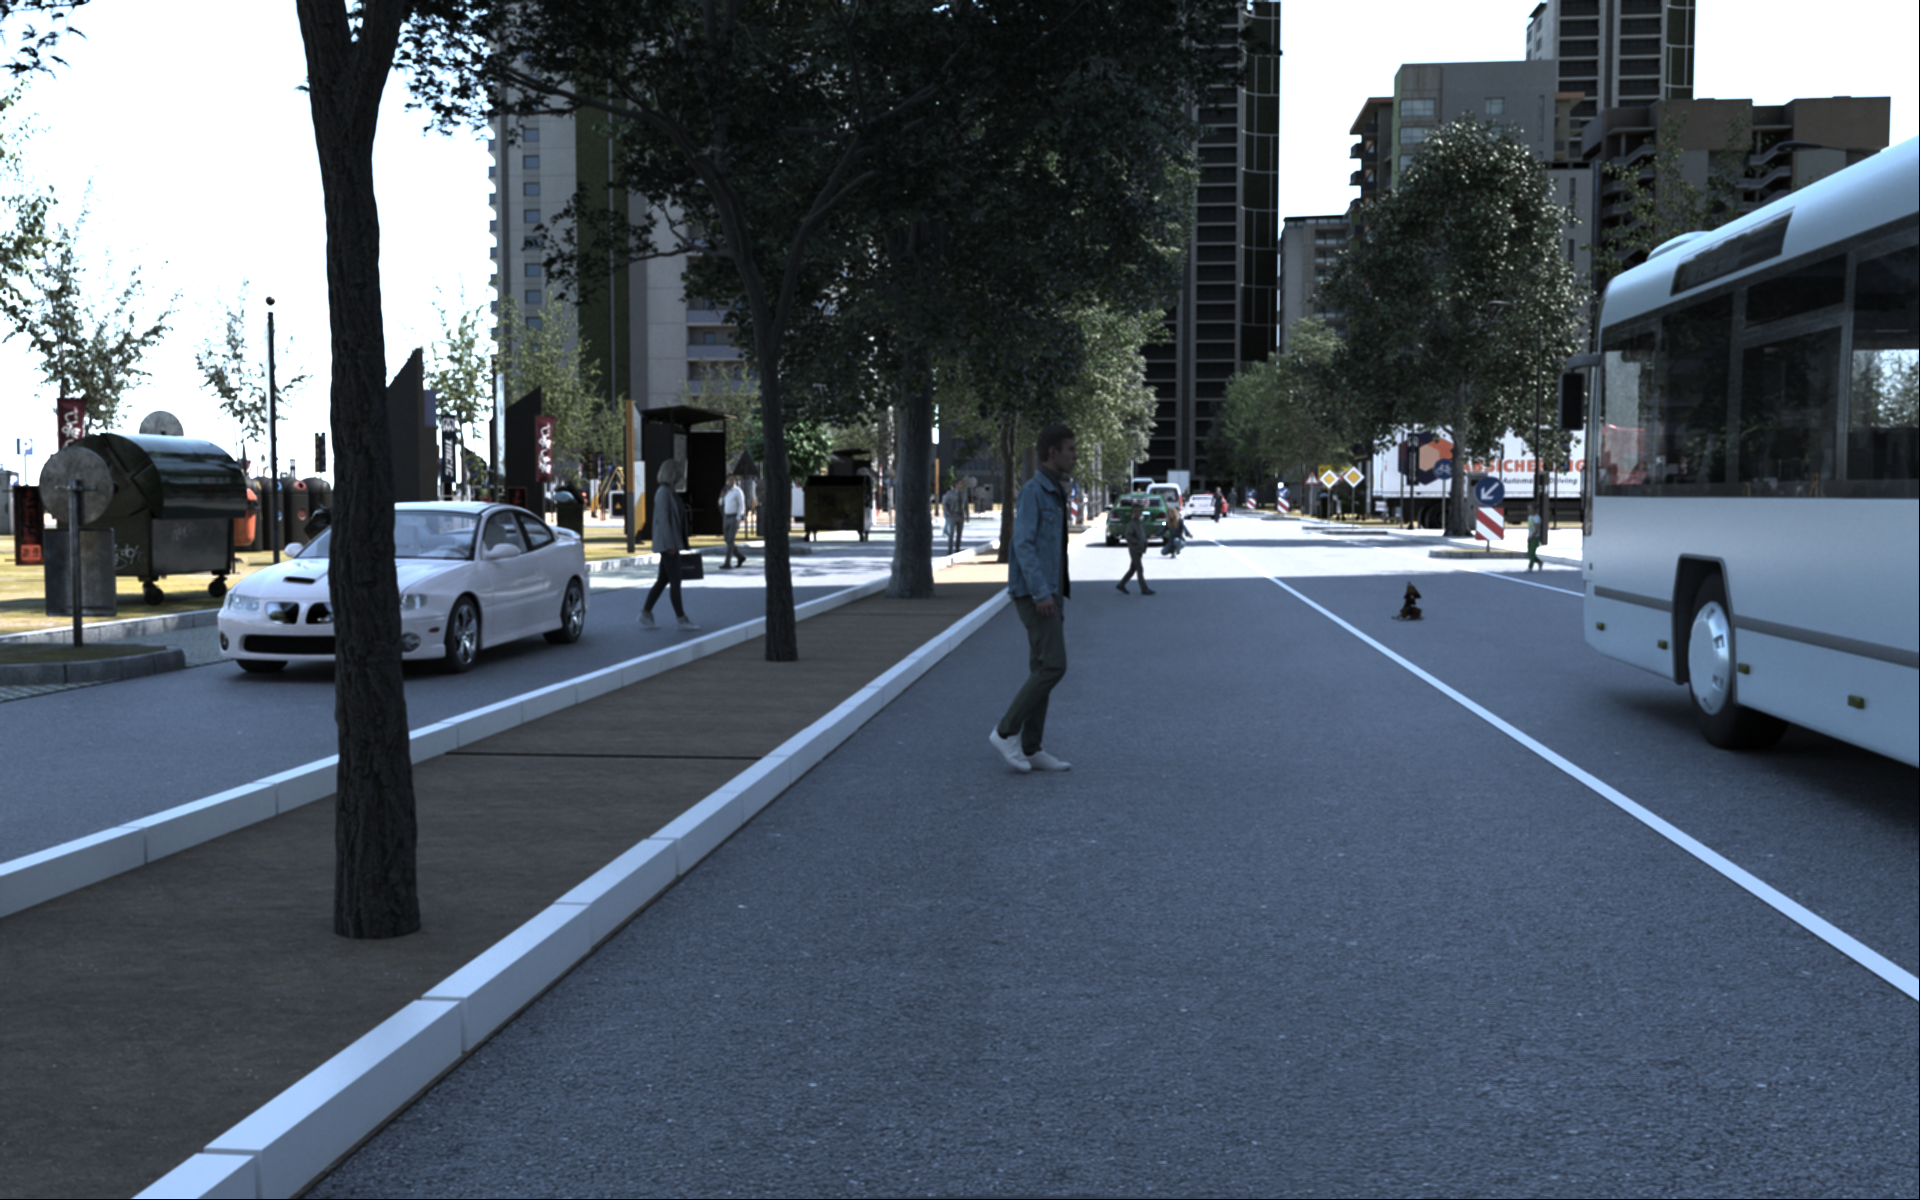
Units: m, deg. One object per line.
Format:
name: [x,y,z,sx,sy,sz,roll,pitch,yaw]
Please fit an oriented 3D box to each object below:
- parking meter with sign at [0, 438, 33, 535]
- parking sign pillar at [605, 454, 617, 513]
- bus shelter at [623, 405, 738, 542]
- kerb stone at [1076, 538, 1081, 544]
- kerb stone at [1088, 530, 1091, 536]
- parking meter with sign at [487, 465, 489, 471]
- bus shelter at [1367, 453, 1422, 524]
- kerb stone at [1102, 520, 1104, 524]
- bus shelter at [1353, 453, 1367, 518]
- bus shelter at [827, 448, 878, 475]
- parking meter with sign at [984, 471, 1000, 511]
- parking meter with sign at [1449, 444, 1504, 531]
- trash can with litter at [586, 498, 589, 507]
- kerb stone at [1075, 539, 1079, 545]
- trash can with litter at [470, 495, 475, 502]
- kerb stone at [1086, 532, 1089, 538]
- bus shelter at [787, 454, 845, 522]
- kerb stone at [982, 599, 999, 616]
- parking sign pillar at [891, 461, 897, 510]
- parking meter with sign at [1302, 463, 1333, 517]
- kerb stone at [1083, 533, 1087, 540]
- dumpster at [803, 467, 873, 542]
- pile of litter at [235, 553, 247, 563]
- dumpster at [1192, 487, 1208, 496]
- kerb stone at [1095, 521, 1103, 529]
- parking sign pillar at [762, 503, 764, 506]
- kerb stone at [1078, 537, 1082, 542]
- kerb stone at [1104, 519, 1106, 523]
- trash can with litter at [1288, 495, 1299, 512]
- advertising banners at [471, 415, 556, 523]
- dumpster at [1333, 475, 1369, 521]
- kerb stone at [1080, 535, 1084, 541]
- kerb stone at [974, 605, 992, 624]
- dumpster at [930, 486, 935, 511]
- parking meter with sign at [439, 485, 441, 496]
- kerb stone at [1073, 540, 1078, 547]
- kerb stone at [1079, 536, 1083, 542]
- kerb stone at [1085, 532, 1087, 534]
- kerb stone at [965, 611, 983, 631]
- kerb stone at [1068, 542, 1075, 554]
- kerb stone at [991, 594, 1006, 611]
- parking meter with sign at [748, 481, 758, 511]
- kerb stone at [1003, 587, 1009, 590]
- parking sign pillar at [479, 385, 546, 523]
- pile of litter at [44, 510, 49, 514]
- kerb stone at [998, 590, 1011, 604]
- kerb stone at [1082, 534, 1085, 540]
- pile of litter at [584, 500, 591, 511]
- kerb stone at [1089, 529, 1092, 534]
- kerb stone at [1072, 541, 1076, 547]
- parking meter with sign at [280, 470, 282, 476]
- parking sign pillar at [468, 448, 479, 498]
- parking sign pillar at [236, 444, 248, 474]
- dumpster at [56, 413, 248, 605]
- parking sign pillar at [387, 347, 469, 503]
parking meter with sign: [-29.717,-3.529,53.961,1.738,3.016,0.543,1,4,21]
parking sign pillar: [-23.229,-7.789,115.824,1.447,3.967,1.447,-1,4,-18]
bus shelter: [-7.798,-3.525,48.910,1.731,3.624,6.357,0,4,6]
kerb stone: [3.177,-1.558,47.701,0.120,0.150,1.000,0,4,6]
kerb stone: [4.130,-2.121,56.877,0.120,0.150,1.000,0,4,6]
parking meter with sign: [-28.156,-6.477,102.156,0.543,3.016,1.738,1,4,12]
bus shelter: [20.011,-6.101,77.379,2.179,5.291,8.768,0,4,6]
kerb stone: [6.300,-3.405,77.874,0.120,0.150,1.000,0,4,6]
bus shelter: [22.084,-6.969,91.569,2.179,5.291,8.768,0,4,6]
bus shelter: [-5.622,-6.122,91.374,1.731,3.624,6.357,0,4,6]
parking meter with sign: [2.175,-8.374,133.172,1.738,3.016,0.543,0,4,5]
parking meter with sign: [18.082,-3.940,60.674,1.738,3.016,0.543,0,4,8]
trash can with litter: [-29.085,-7.511,134.184,0.624,1.170,1.055,1,4,13]
kerb stone: [3.074,-1.498,46.681,0.120,0.150,1.000,0,4,6]
trash can with litter: [-24.294,-4.667,87.368,2.233,1.210,1.678,-1,4,-14]
kerb stone: [3.922,-1.995,54.835,0.120,0.150,1.000,0,4,6]
bus shelter: [-6.881,-5.357,81.515,2.014,3.302,5.546,0,4,6]
kerb stone: [0.322,0.125,20.198,0.120,0.150,1.000,0,4,6]
parking sign pillar: [-5.206,-9.435,142.741,1.447,3.967,1.447,1,4,10]
parking meter with sign: [20.117,-6.186,97.396,1.738,3.016,0.543,1,4,14]
kerb stone: [3.710,-1.872,52.802,0.120,0.150,1.000,0,4,6]
dumpster: [-3.666,-2.872,51.912,1.985,2.255,1.502,0,4,7]
pile of litter: [-14.178,-1.139,32.595,1.719,0.858,1.176,3,5,42]
dumpster: [29.566,-12.746,213.342,1.985,2.255,1.502,0,4,6]
kerb stone: [6.094,-3.281,75.837,0.120,0.150,1.000,0,4,6]
parking sign pillar: [-9.294,-5.972,86.121,1.447,3.967,1.447,-1,4,-9]
kerb stone: [3.283,-1.618,48.721,0.120,0.150,1.000,0,4,6]
kerb stone: [6.624,-3.590,80.926,0.120,0.150,1.000,0,4,6]
trash can with litter: [23.196,-6.836,122.824,1.678,1.210,2.233,1,4,22]
advertising banners: [-9.714,-2.546,37.822,2.074,3.025,0.090,-3,5,-43]
dumpster: [18.741,-4.929,83.085,1.502,2.255,1.985,0,4,6]
kerb stone: [3.494,-1.742,50.765,0.120,0.150,1.000,0,4,6]
kerb stone: [0.220,0.187,19.181,0.120,0.150,1.000,0,4,6]
dumpster: [-2.224,-5.643,94.751,1.502,2.255,1.985,0,4,6]
parking meter with sign: [-44.148,-9.278,147.952,1.738,3.016,0.543,-1,4,-17]
kerb stone: [2.966,-1.435,45.664,0.120,0.150,1.000,0,4,6]
kerb stone: [3.388,-1.685,49.740,0.120,0.150,1.000,0,4,6]
kerb stone: [3.806,-1.934,53.819,0.120,0.150,1.000,0,4,6]
kerb stone: [0.113,0.247,18.164,0.120,0.150,1.000,0,4,6]
kerb stone: [2.755,-1.305,43.626,0.120,0.150,1.000,0,4,6]
kerb stone: [0.430,0.067,21.219,0.120,0.150,1.000,0,4,6]
parking meter with sign: [-15.569,-8.217,130.600,0.543,3.016,1.738,1,4,9]
kerb stone: [0.638,-0.063,23.252,0.120,0.150,1.000,0,4,6]
parking sign pillar: [-11.012,-3.339,43.066,1.447,3.967,1.447,0,4,-4]
pile of litter: [-60.037,-6.060,113.047,1.719,0.858,1.176,2,4,33]
kerb stone: [0.531,0.001,22.236,0.120,0.150,1.000,0,4,6]
kerb stone: [3.599,-1.810,51.786,0.120,0.150,1.000,0,4,6]
pile of litter: [-28.376,-7.154,130.927,1.719,0.858,1.176,1,4,21]
kerb stone: [4.342,-2.246,58.910,0.120,0.150,1.000,0,4,6]
kerb stone: [2.853,-1.370,44.643,0.120,0.150,1.000,0,4,6]
parking meter with sign: [-48.214,-7.898,125.396,1.738,3.016,0.543,-1,4,-9]
parking sign pillar: [-27.394,-6.692,97.891,1.447,3.967,1.447,1,4,10]
parking sign pillar: [-38.383,-6.375,92.704,1.447,3.967,1.447,-2,4,-27]
dumpster: [-9.699,-1.113,20.688,1.502,2.255,1.985,0,4,6]
parking sign pillar: [-10.331,-2.691,32.471,1.447,3.967,1.447,3,5,40]
